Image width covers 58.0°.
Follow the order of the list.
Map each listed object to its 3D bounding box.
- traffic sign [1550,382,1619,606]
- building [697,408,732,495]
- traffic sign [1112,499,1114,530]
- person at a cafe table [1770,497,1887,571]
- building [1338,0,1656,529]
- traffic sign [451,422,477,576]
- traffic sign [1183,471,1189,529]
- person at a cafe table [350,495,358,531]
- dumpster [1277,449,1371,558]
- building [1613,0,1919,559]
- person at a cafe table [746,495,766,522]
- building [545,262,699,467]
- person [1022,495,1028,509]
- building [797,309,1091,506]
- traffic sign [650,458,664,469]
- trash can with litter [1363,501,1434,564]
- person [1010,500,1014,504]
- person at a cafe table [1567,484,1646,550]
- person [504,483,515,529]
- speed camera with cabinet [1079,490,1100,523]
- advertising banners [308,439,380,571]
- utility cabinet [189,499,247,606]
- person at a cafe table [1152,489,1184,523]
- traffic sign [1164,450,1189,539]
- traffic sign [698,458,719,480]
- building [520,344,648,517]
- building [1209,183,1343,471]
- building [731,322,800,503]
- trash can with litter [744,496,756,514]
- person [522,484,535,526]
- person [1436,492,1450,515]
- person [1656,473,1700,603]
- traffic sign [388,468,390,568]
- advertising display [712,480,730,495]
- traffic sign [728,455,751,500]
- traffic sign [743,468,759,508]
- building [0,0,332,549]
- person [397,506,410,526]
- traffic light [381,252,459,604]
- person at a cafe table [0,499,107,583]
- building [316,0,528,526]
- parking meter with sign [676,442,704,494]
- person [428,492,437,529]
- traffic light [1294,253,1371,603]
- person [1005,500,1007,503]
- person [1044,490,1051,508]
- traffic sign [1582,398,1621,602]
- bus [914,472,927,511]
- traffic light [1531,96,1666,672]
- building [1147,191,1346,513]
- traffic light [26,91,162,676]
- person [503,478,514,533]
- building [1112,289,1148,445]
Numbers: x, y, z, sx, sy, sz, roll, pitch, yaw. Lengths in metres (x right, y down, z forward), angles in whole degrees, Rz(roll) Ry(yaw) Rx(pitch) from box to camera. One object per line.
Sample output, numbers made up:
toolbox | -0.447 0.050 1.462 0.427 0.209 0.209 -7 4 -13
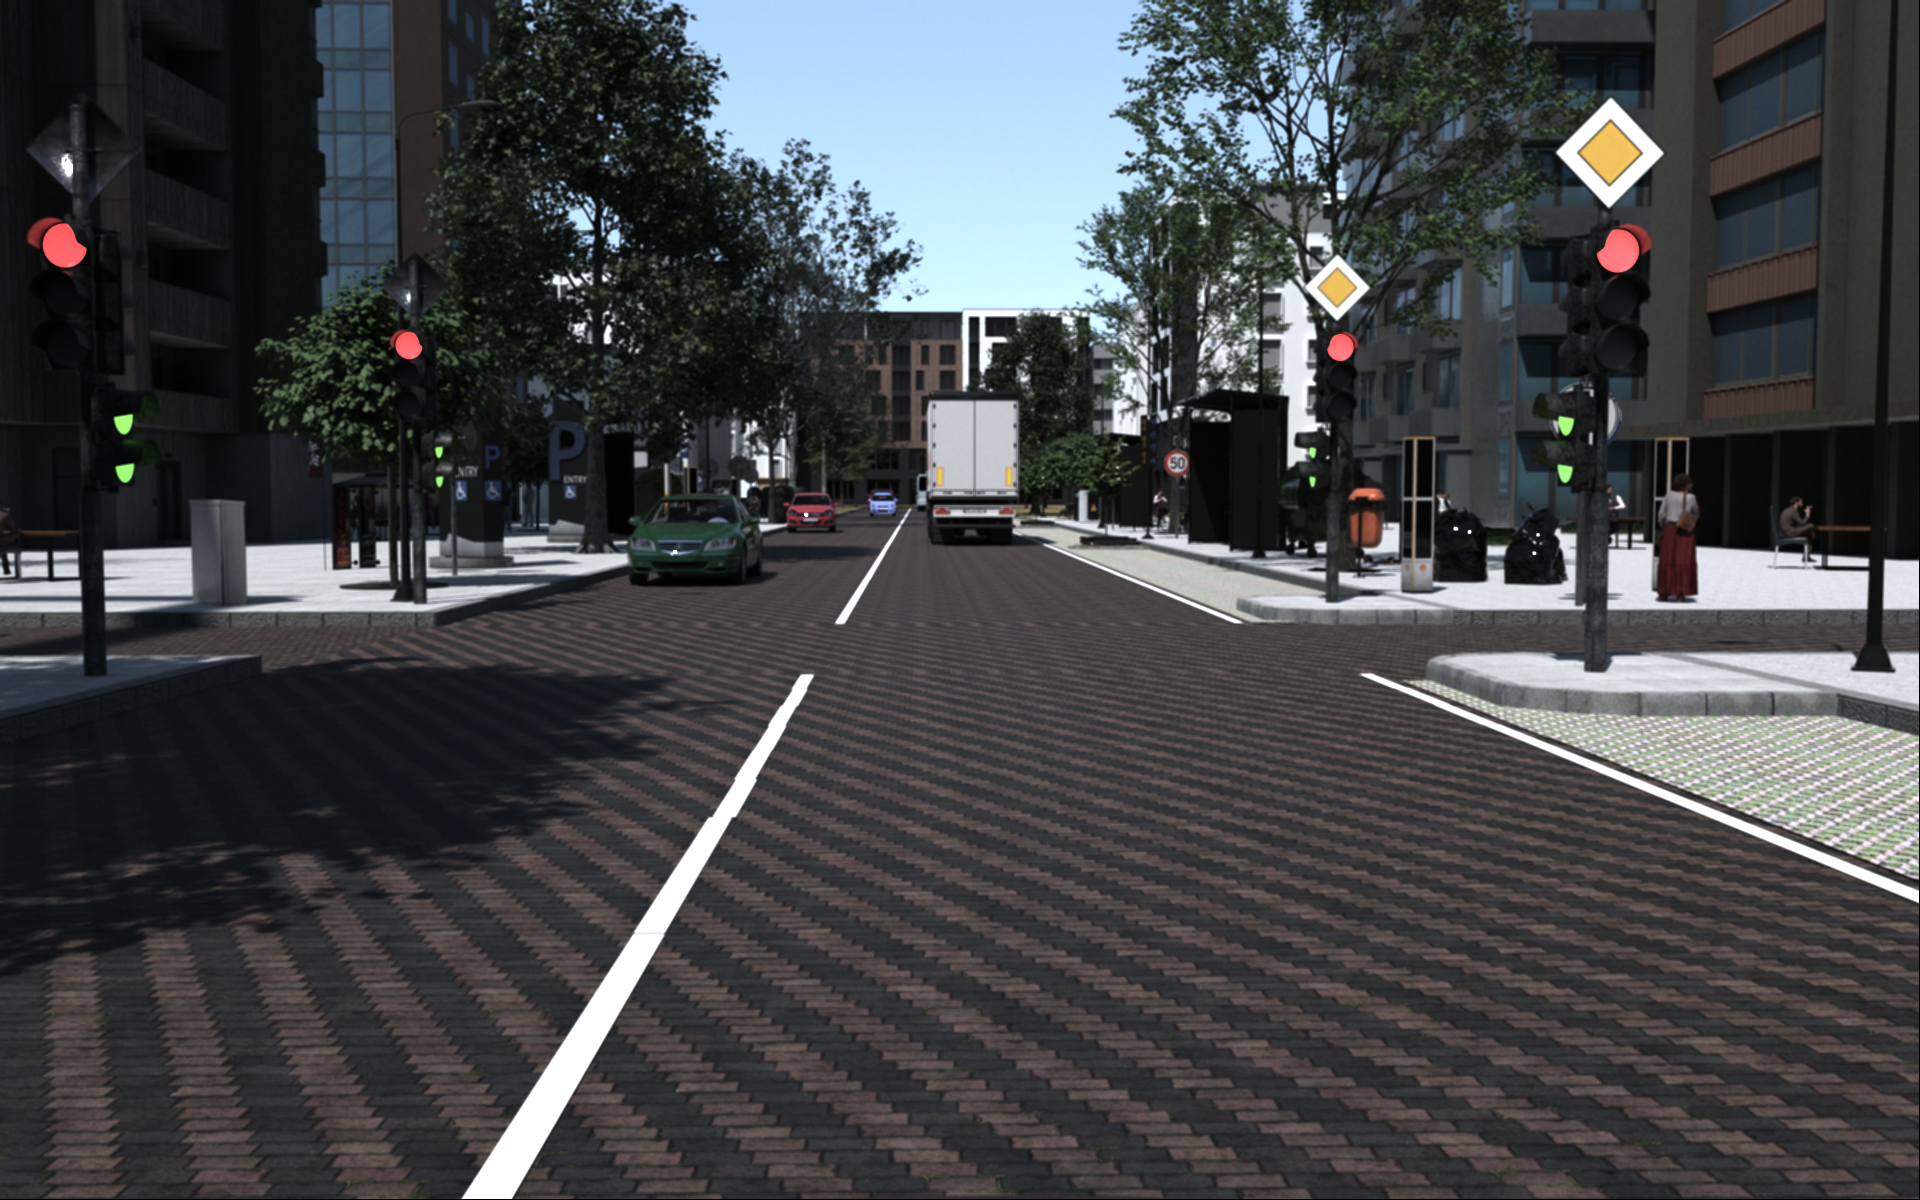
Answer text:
traffic sign | 7.094 -1.203 19.781 0.768 2.556 0.104 0 4 4
building | -36.763 -17.462 151.960 31.486 18.905 16.747 0 4 -1
traffic sign | 5.512 -3.683 62.349 0.606 2.300 0.079 0 4 5
person at a cafe table | 14.775 -1.145 29.577 1.726 1.238 1.698 2 4 24
building | 29.617 -27.901 75.788 23.786 49.044 30.456 0 4 -1
traffic sign | -7.952 -1.656 27.185 0.768 2.556 0.104 0 4 6
traffic sign | 8.204 -3.859 63.099 0.884 2.594 0.081 0 4 2
person at a cafe table | -21.548 -3.042 60.598 1.726 1.238 1.698 0 4 1
dumpster | 7.395 -2.002 35.225 1.502 2.255 1.985 0 4 -2
building | 31.530 -23.644 41.199 28.867 44.769 22.147 0 4 -1
person at a cafe table | -9.578 -4.122 78.251 1.726 1.238 1.698 2 4 28
building | -27.886 -16.760 130.448 16.016 20.091 11.380 0 4 -1
person | 5.709 -8.928 152.461 0.568 1.767 0.683 1 4 10
building | -2.176 -22.065 204.737 32.646 21.610 27.936 0 4 -1
traffic sign | -10.576 -3.722 60.961 0.768 2.556 0.104 0 4 6
trash can with litter | 8.138 -1.290 32.145 1.678 1.210 2.233 -3 4 -38
person | 4.159 -7.953 136.526 0.683 1.767 0.568 3 4 37
person at a cafe table | 15.249 -1.974 40.793 1.698 1.524 1.622 1 4 22
person | -16.754 -3.490 63.830 0.841 1.734 0.376 3 5 44
speed camera with cabinet | 6.340 -5.099 77.698 2.038 3.252 0.660 -2 4 -27
advertising banners | -10.525 -2.035 29.465 0.090 3.025 2.074 1 4 15
utility cabinet | -8.667 -0.556 20.255 0.306 1.237 1.020 -3 5 -42
person at a cafe table | 9.193 -4.203 77.228 1.622 1.524 1.698 3 5 39
traffic sign | 6.252 -3.042 49.850 0.768 2.556 0.104 0 4 5
traffic sign | -8.812 -3.700 60.608 0.768 2.556 0.104 0 4 6
building | -24.290 -10.310 110.717 9.099 9.664 28.070 0 4 -1
building | 24.350 -15.592 111.352 16.016 20.091 11.380 0 4 -1
building | -24.018 -20.844 197.226 11.380 20.091 16.016 0 4 -1
trash can with litter | -10.498 -4.483 84.681 1.055 1.170 0.624 -1 4 -16
person | -17.157 -3.831 68.821 0.789 1.805 0.875 2 4 32
person | 15.133 -2.714 54.334 0.435 1.345 0.340 0 4 3
person | 8.501 -0.736 20.538 0.387 1.526 0.523 -3 5 -41
traffic sign | -8.963 -1.661 27.263 0.768 2.556 0.104 0 4 3
advertising display | -11.055 -4.583 80.147 0.974 1.923 0.123 -3 5 -44
traffic sign | -7.282 -3.491 57.188 0.768 2.556 0.104 0 4 3
traffic sign | -10.006 -5.060 82.834 0.768 2.556 0.104 0 4 2
building | -25.016 -16.549 42.270 14.160 30.474 14.107 0 4 -1
person | -21.214 -3.143 65.716 0.859 0.850 0.655 0 4 4
traffic light | -6.292 -1.909 20.127 0.839 4.253 0.868 0 4 -1
person at a cafe table | -13.811 -0.887 25.361 1.698 1.238 1.726 0 4 7
building | -27.351 -25.952 74.427 14.600 45.320 14.200 0 4 -1
parking meter with sign | -8.789 -3.715 57.007 0.543 3.016 1.738 -3 4 -36
person | -18.642 -3.162 60.985 0.776 1.435 0.726 3 4 38
traffic light | 4.386 -1.925 20.392 0.839 4.253 0.868 0 4 -1
person | 3.697 -8.209 140.389 1.348 1.807 0.705 3 5 44
person | 7.898 -9.378 159.334 0.705 1.831 1.348 -2 4 -30
traffic sign | 7.418 -1.249 20.534 0.768 2.556 0.104 0 4 0
bus | -2.495 -9.505 150.264 2.948 3.499 13.247 0 4 -2
traffic light | 4.573 -1.437 12.409 0.839 4.253 0.868 0 4 -1
building | 27.990 -17.700 133.369 27.936 21.610 32.646 0 4 -1
traffic light | -6.105 -1.420 12.144 0.839 4.253 0.868 0 4 -1
person | -14.998 -3.115 57.105 0.598 1.807 0.434 0 4 4
building | 22.574 -18.283 155.352 16.016 20.091 11.380 0 4 -1
